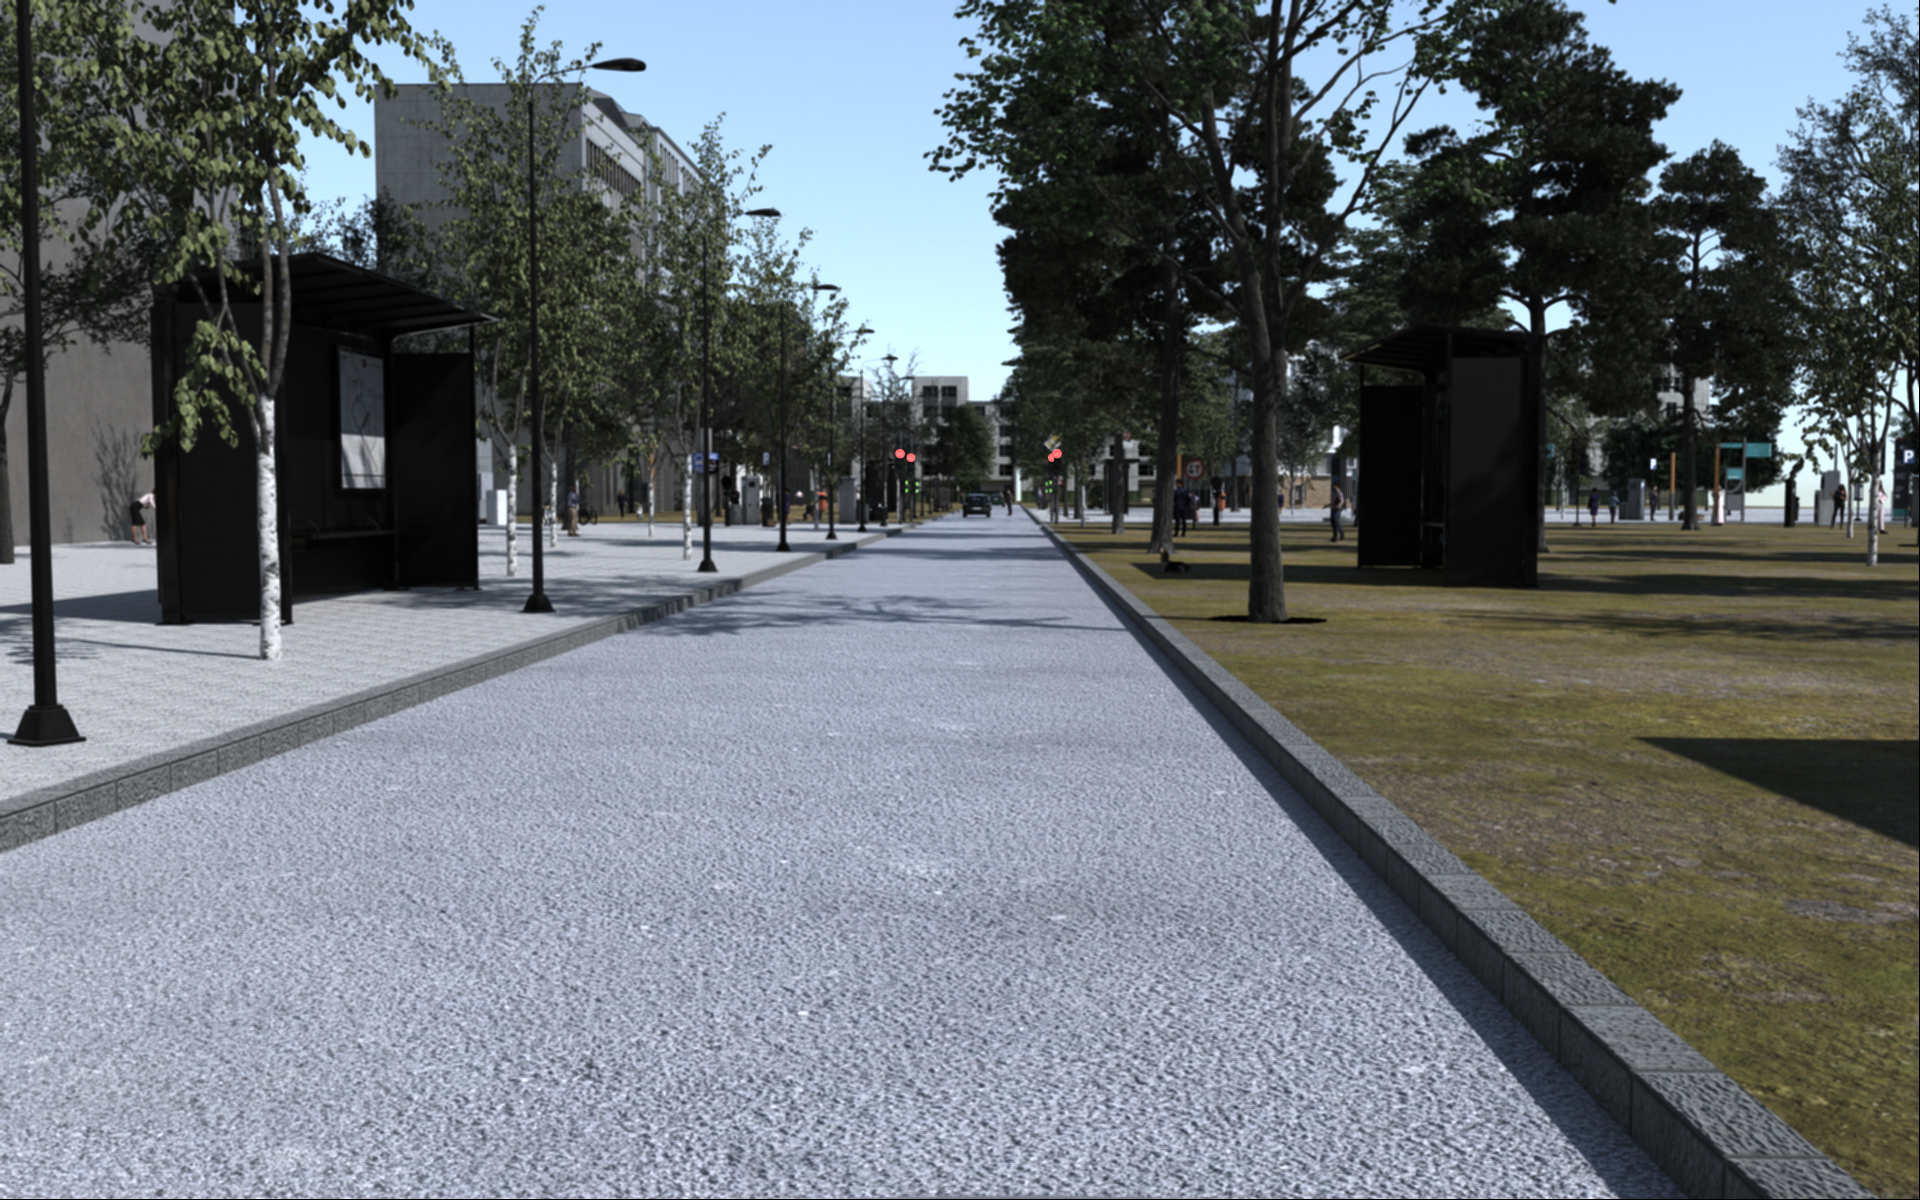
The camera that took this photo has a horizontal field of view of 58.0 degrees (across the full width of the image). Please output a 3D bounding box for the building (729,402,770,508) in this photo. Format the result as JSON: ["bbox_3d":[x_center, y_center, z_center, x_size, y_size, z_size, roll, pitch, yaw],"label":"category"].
[{"bbox_3d":[-23.188,-14.031,171.556,9.099,9.664,28.070,0,4,2],"label":"building"}]

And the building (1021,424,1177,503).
[{"bbox_3d":[25.225,-24.488,266.837,31.486,18.905,16.747,0,4,2],"label":"building"}]

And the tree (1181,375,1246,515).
[{"bbox_3d":[15.722,-9.595,107.236,4.737,8.622,4.395,0,3,0],"label":"tree"}]

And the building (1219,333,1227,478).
[{"bbox_3d":[34.548,-19.515,175.489,16.016,20.091,11.380,0,4,2],"label":"building"}]

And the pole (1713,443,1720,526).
[{"bbox_3d":[30.204,-4.605,69.141,0.158,3.312,0.155,0,3,0],"label":"pole"}]

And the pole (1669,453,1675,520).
[{"bbox_3d":[35.021,-5.586,85.171,0.158,3.312,0.155,0,3,0],"label":"pole"}]

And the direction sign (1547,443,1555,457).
[{"bbox_3d":[26.730,-5.698,81.917,2.525,3.948,1.411,1,4,15],"label":"direction sign"}]

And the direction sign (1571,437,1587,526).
[{"bbox_3d":[24.767,-4.733,69.387,0.379,3.537,0.876,-1,4,-20],"label":"direction sign"}]

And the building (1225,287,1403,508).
[{"bbox_3d":[34.194,-18.809,163.947,16.016,20.091,11.380,0,4,2],"label":"building"}]

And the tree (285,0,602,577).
[{"bbox_3d":[-6.946,-4.687,26.988,4.737,8.622,4.395,0,3,0],"label":"tree"}]

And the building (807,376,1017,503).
[{"bbox_3d":[-6.994,-24.539,267.669,31.486,18.905,16.747,0,4,2],"label":"building"}]

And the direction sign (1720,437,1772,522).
[{"bbox_3d":[36.534,-5.660,81.306,2.525,3.948,1.411,0,4,0],"label":"direction sign"}]

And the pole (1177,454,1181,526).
[{"bbox_3d":[8.896,-4.683,70.407,0.158,3.312,0.155,0,3,0],"label":"pole"}]

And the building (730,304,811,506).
[{"bbox_3d":[-34.777,-21.815,200.652,32.646,21.610,27.936,0,4,2],"label":"building"}]

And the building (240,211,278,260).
[{"bbox_3d":[-49.672,-14.771,108.959,16.811,18.784,16.820,0,4,2],"label":"building"}]

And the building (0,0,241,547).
[{"bbox_3d":[-39.985,-14.730,45.351,34.151,26.468,19.350,0,4,2],"label":"building"}]

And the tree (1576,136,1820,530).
[{"bbox_3d":[25.826,-9.427,61.555,7.806,13.903,7.818,0,3,0],"label":"tree"}]

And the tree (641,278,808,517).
[{"bbox_3d":[-13.644,-11.399,96.743,12.009,13.543,11.850,0,3,0],"label":"tree"}]

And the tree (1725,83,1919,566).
[{"bbox_3d":[16.231,-4.924,30.866,4.737,8.622,4.395,0,3,0],"label":"tree"}]

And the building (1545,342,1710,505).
[{"bbox_3d":[68.710,-20.615,203.510,31.486,18.905,16.747,0,4,2],"label":"building"}]

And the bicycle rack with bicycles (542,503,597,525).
[{"bbox_3d":[-16.150,-3.569,71.740,2.852,0.926,2.925,2,4,34],"label":"bicycle rack with bicycles"}]

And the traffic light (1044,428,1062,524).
[{"bbox_3d":[4.065,-5.127,73.068,0.839,4.213,0.868,0,4,2],"label":"traffic light"}]

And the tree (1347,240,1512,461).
[{"bbox_3d":[13.171,-5.974,48.038,4.360,8.622,3.978,0,3,0],"label":"tree"}]

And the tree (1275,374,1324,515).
[{"bbox_3d":[20.638,-9.585,107.073,4.360,8.622,3.978,0,3,0],"label":"tree"}]

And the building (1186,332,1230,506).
[{"bbox_3d":[35.580,-20.218,197.017,16.747,18.905,31.486,0,4,2],"label":"building"}]

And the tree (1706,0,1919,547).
[{"bbox_3d":[23.363,-8.030,41.653,12.009,13.543,11.850,0,3,0],"label":"tree"}]

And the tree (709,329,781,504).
[{"bbox_3d":[-14.481,-11.538,110.700,6.751,12.117,7.091,0,3,0],"label":"tree"}]

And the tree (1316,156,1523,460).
[{"bbox_3d":[15.690,-8.610,58.902,7.486,12.596,7.792,0,3,0],"label":"tree"}]

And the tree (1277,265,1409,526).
[{"bbox_3d":[16.054,-8.181,68.166,7.601,10.594,8.767,0,4,5],"label":"tree"}]

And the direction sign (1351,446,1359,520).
[{"bbox_3d":[20.020,-5.878,84.864,1.411,3.948,2.525,0,4,-1],"label":"direction sign"}]

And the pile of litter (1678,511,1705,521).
[{"bbox_3d":[35.660,-4.295,84.187,1.719,0.858,1.176,-1,4,-13],"label":"pile of litter"}]

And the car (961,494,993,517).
[{"bbox_3d":[1.033,-5.977,107.506,2.009,1.686,4.222,0,4,0],"label":"car"}]

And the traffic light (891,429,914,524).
[{"bbox_3d":[-2.494,-5.137,73.240,0.839,4.213,0.868,0,4,2],"label":"traffic light"}]

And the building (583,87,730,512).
[{"bbox_3d":[-25.777,-21.846,134.681,11.434,29.767,29.804,0,4,2],"label":"building"}]

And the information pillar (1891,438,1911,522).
[{"bbox_3d":[43.985,-5.598,80.900,0.750,3.857,0.750,2,4,26],"label":"information pillar"}]

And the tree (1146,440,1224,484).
[{"bbox_3d":[18.902,-13.680,145.730,6.751,12.117,7.091,0,3,0],"label":"tree"}]

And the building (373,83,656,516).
[{"bbox_3d":[-27.417,-17.861,110.047,12.078,24.808,19.932,0,4,2],"label":"building"}]

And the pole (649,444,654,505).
[{"bbox_3d":[-12.462,-4.653,69.922,0.158,3.312,0.155,0,3,0],"label":"pole"}]

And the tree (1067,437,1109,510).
[{"bbox_3d":[10.198,-11.625,140.427,4.360,8.622,3.978,0,3,0],"label":"tree"}]

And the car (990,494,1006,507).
[{"bbox_3d":[4.038,-10.974,191.228,2.131,1.459,4.920,0,4,3],"label":"car"}]

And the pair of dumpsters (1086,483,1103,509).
[{"bbox_3d":[11.749,-8.955,148.902,1.574,2.255,4.436,0,4,1],"label":"pair of dumpsters"}]

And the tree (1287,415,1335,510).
[{"bbox_3d":[28.465,-11.739,142.300,4.737,8.622,4.395,0,3,0],"label":"tree"}]

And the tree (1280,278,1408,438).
[{"bbox_3d":[22.204,-11.159,92.826,12.009,13.543,11.850,0,3,0],"label":"tree"}]

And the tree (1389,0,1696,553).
[{"bbox_3d":[12.569,-7.058,37.462,6.751,12.117,7.091,0,3,0],"label":"tree"}]

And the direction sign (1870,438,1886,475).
[{"bbox_3d":[37.073,-4.773,70.030,0.379,3.537,0.876,-1,4,-9],"label":"direction sign"}]

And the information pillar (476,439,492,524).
[{"bbox_3d":[-20.636,-5.014,73.295,1.656,3.620,0.184,0,4,-2],"label":"information pillar"}]

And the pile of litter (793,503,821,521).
[{"bbox_3d":[-7.477,-4.312,84.467,1.176,0.858,1.719,-2,4,-25],"label":"pile of litter"}]

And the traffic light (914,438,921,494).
[{"bbox_3d":[-2.265,-5.626,81.221,0.839,4.213,0.868,0,4,2],"label":"traffic light"}]

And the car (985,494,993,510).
[{"bbox_3d":[1.939,-8.718,154.543,2.014,1.417,4.499,0,4,2],"label":"car"}]

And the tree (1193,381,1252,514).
[{"bbox_3d":[17.160,-9.978,113.502,4.360,8.622,3.978,0,3,0],"label":"tree"}]
